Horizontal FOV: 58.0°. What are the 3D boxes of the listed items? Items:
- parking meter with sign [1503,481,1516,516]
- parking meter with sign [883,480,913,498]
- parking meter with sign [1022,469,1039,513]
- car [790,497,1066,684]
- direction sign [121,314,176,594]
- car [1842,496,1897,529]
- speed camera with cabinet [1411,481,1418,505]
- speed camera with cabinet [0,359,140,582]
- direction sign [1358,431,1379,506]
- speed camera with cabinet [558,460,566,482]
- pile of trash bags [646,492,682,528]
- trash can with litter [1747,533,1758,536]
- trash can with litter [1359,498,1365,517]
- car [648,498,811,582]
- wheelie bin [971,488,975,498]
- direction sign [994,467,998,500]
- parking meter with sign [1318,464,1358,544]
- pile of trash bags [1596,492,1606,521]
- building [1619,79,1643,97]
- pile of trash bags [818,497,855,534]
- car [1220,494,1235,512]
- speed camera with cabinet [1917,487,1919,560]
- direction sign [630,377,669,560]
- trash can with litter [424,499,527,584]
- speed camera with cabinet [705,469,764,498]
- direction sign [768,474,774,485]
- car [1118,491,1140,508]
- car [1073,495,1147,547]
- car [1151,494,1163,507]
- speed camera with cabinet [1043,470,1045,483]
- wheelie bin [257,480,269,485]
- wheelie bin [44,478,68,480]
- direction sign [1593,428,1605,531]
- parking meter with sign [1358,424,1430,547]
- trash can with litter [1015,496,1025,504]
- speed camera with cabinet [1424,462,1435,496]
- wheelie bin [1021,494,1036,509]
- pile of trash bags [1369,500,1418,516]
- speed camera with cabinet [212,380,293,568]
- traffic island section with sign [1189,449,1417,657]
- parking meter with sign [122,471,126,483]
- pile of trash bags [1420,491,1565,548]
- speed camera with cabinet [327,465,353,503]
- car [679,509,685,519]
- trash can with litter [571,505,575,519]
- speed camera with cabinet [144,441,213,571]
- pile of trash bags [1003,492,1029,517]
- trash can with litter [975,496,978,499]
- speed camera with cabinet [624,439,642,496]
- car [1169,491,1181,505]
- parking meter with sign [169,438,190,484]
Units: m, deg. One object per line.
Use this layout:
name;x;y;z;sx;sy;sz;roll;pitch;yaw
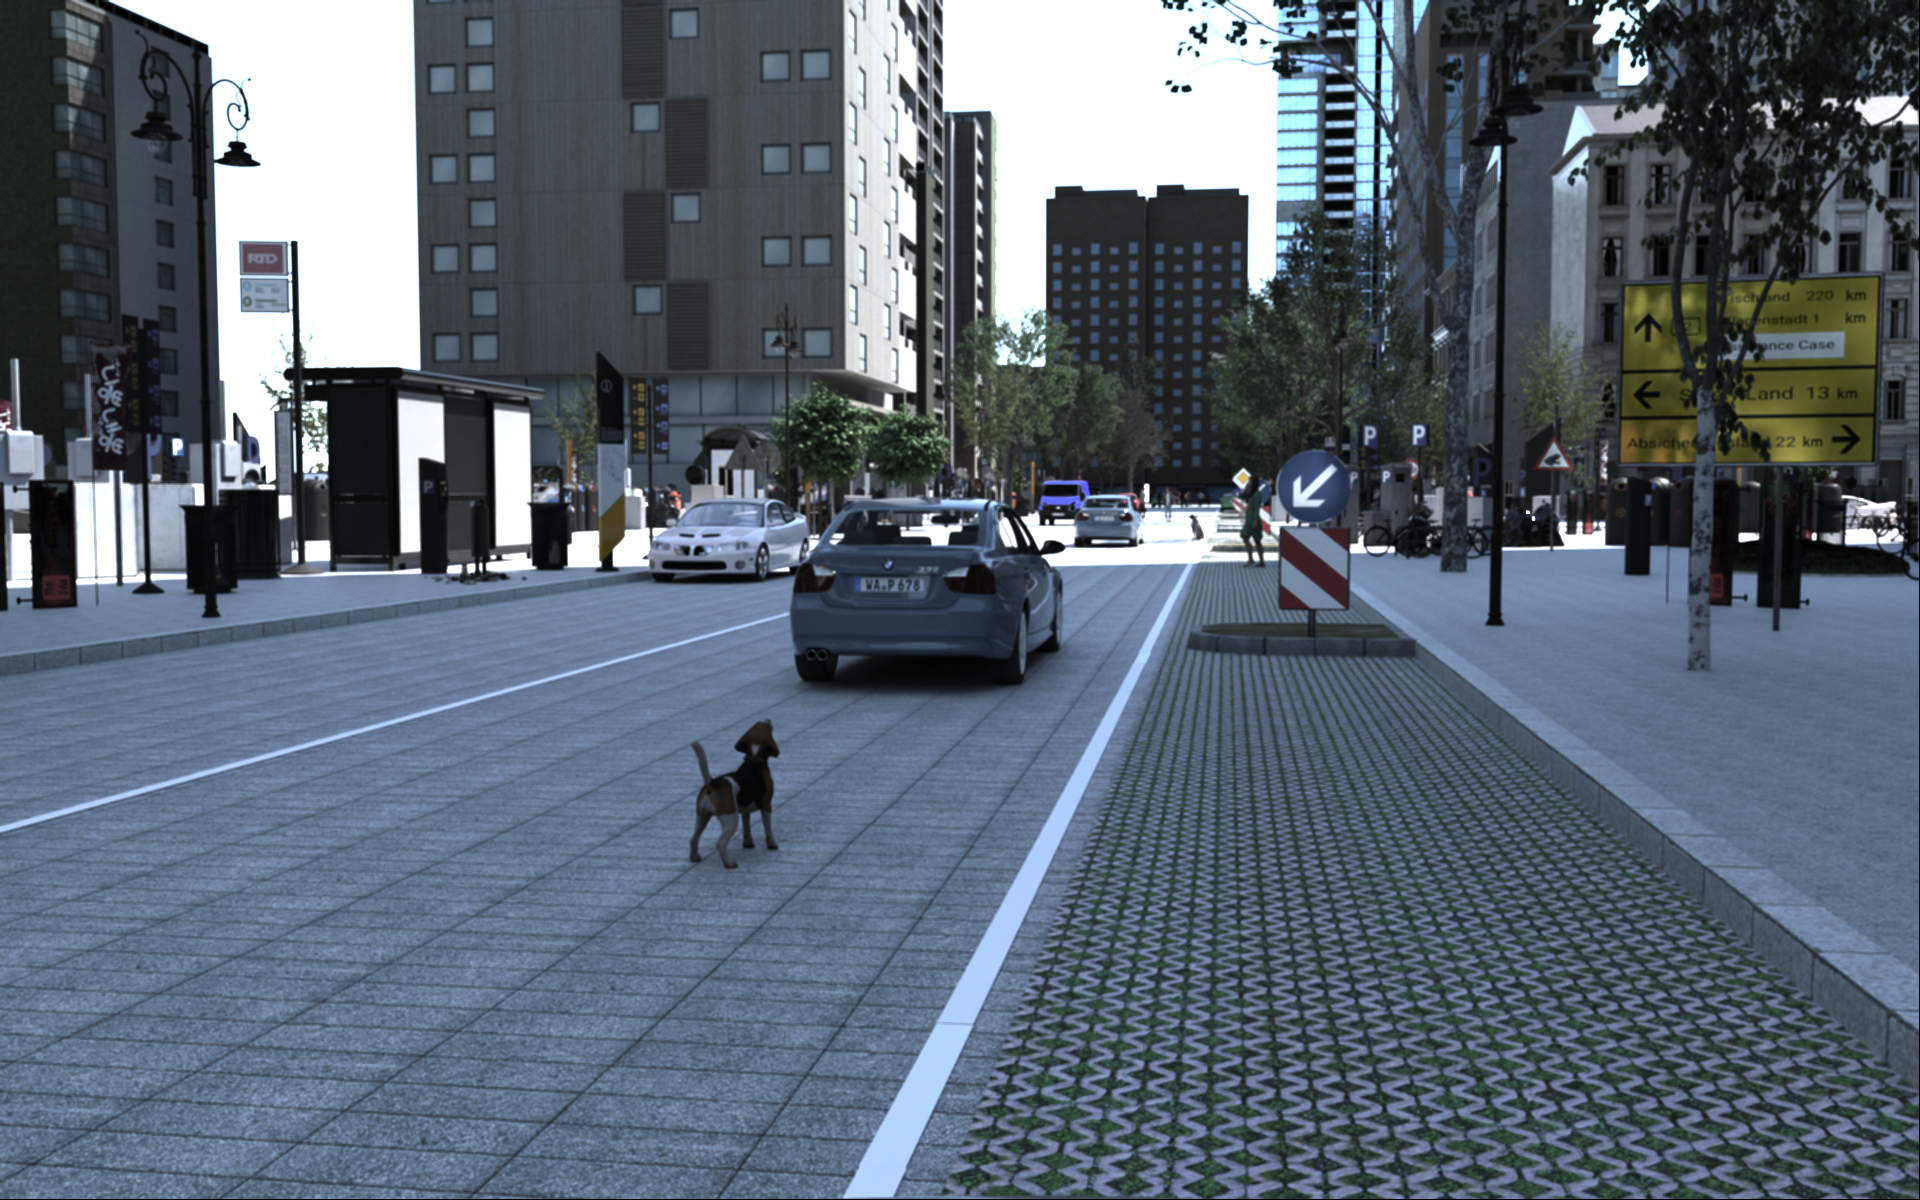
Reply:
parking meter with sign;31.438;-6.286;99.033;1.738;3.016;0.543;1;4;22
parking meter with sign;-2.948;-5.019;78.325;1.738;3.016;0.543;1;4;13
parking meter with sign;4.629;-7.590;120.355;1.738;3.016;0.543;0;4;7
car;-0.173;-0.149;14.436;2.014;1.417;4.499;1;4;9
direction sign;-10.517;-1.855;22.333;0.379;3.537;0.876;0;4;2
car;33.399;-3.326;66.746;4.827;1.381;2.083;1;4;10
speed camera with cabinet;31.965;-7.971;124.658;2.038;3.252;0.660;-2;4;-25
speed camera with cabinet;-13.523;-1.939;26.044;0.660;3.252;2.038;3;5;39
direction sign;14.638;-4.291;62.163;0.876;3.537;0.379;-2;4;-23
speed camera with cabinet;-22.275;-6.421;99.323;2.038;3.252;0.660;0;4;-2
pile of trash bags;-11.463;-3.449;66.140;1.912;1.369;3.447;1;4;13
trash can with litter;24.765;-2.553;52.795;1.678;1.210;2.233;2;4;34
trash can with litter;19.627;-4.452;84.178;1.055;1.170;0.624;0;4;4
car;-3.883;-1.071;29.867;2.083;1.381;4.827;1;4;9
wheelie bin;0.331;-5.088;91.096;0.980;1.594;0.693;-3;4;-38
direction sign;2.970;-9.261;143.411;0.379;3.537;0.876;-1;4;-15
parking meter with sign;9.894;-2.949;44.473;0.543;3.016;1.738;-2;4;-30
pile of trash bags;31.710;-4.415;81.940;1.912;1.369;3.447;-3;5;-40
building;87.930;-43.079;246.338;28.212;58.520;21.231;1;4;9
pile of trash bags;-4.227;-2.837;56.133;1.912;1.369;3.447;1;4;16
car;21.477;-7.824;136.716;1.959;1.807;4.718;1;4;9
speed camera with cabinet;18.957;-2.307;32.050;2.038;3.252;0.660;3;4;39
direction sign;-6.060;-2.563;33.902;0.379;3.537;0.876;3;5;45
trash can with litter;-7.294;-0.893;25.651;1.678;1.210;2.233;0;4;-4
speed camera with cabinet;-7.954;-4.087;61.157;2.038;3.252;0.660;-2;4;-33
direction sign;-9.538;-5.859;87.793;0.876;3.537;0.379;-2;4;-29
car;11.592;-6.817;120.498;2.155;1.783;4.494;0;4;8
car;4.162;-2.208;48.106;2.014;1.417;4.499;1;4;9
car;21.887;-11.030;189.138;1.959;1.807;4.718;1;4;10
speed camera with cabinet;6.674;-9.010;141.643;0.660;3.252;2.038;0;4;2
wheelie bin;-15.538;-1.877;38.596;0.693;1.594;0.980;-3;4;-36
wheelie bin;-17.643;-1.582;33.767;0.980;1.594;0.693;-2;4;-25
direction sign;21.952;-4.128;59.492;0.379;3.537;0.876;0;4;0
parking meter with sign;10.723;-2.840;42.690;1.738;3.016;0.543;-2;4;-31
trash can with litter;3.294;-5.403;99.718;1.055;1.170;0.624;-2;4;-27
speed camera with cabinet;30.008;-6.983;108.516;2.038;3.252;0.660;0;4;-3
wheelie bin;5.134;-7.620;132.494;0.980;1.594;0.693;-1;4;-17
pile of trash bags;14.566;-2.927;57.604;1.912;1.369;3.447;0;4;2
speed camera with cabinet;-12.745;-2.226;30.731;0.660;3.252;2.038;1;4;15
traffic island section with sign;3.156;-0.462;16.182;1.989;1.847;2.006;1;4;9
parking meter with sign;-47.134;-6.107;96.105;1.738;3.016;0.543;0;4;4
pile of trash bags;13.435;-2.048;43.235;1.912;1.369;3.447;-1;4;-23
speed camera with cabinet;-18.712;-3.552;52.415;0.660;3.252;2.038;-1;4;-11
car;-9.763;-3.724;73.243;4.827;1.381;2.083;1;4;10
trash can with litter;-15.731;-3.478;68.250;0.624;1.170;1.055;-3;4;-39
speed camera with cabinet;-13.713;-2.114;28.898;2.038;3.252;0.660;0;4;-4
pile of trash bags;2.947;-5.353;97.275;1.912;1.369;3.447;0;4;1
trash can with litter;1.067;-8.089;143.639;0.624;1.170;1.055;-3;5;-42
speed camera with cabinet;-12.195;-4.219;63.322;0.660;3.252;2.038;0;4;7
car;27.357;-13.044;221.941;2.281;1.827;5.304;1;4;11
parking meter with sign;-23.693;-3.533;54.023;1.738;3.016;0.543;1;4;14
